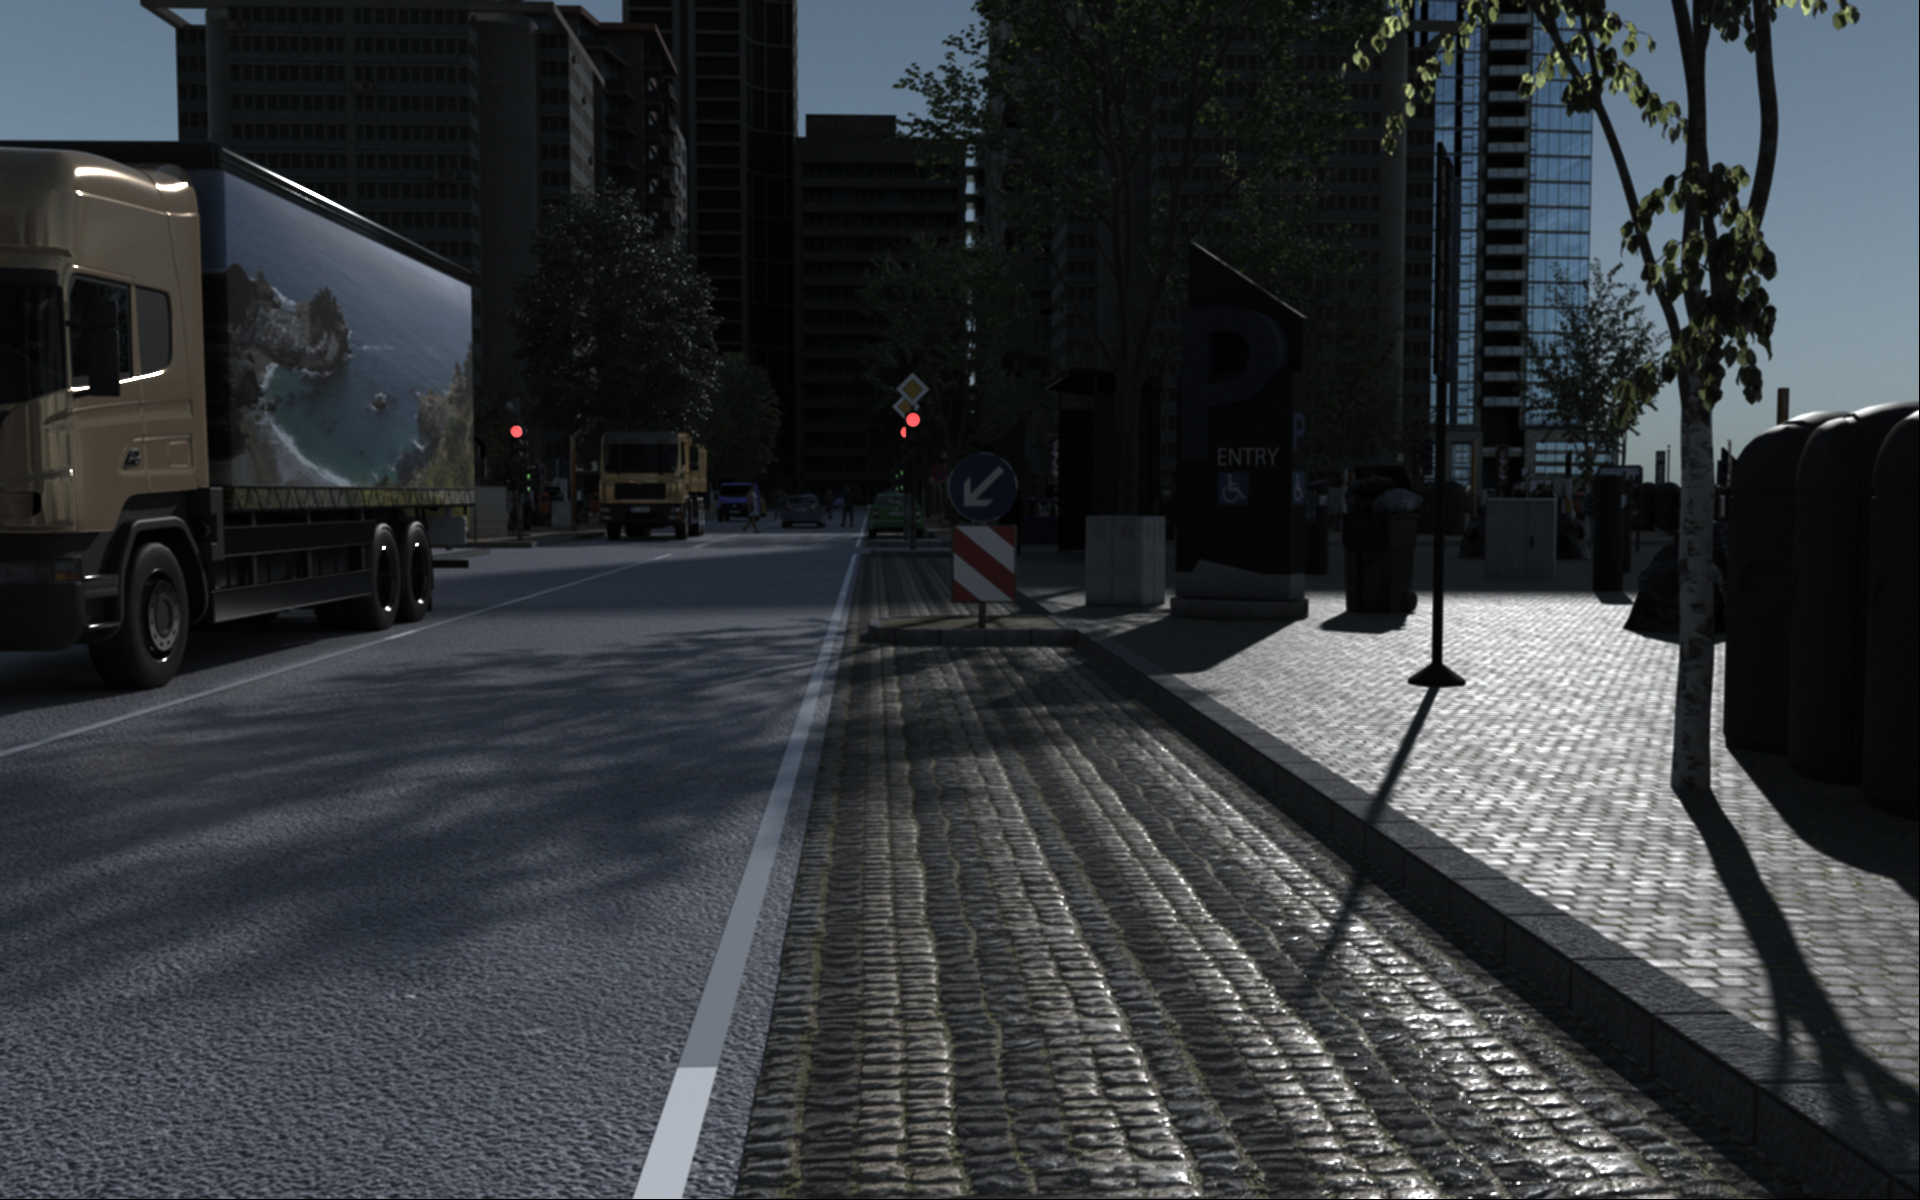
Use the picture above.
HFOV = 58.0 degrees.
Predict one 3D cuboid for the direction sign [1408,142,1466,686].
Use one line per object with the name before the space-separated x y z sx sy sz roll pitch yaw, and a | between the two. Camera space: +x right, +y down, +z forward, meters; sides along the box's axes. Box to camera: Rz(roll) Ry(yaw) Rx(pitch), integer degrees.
direction sign | 3.233 -1.201 11.640 0.379 3.537 0.876 1 4 21

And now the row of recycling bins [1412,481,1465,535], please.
row of recycling bins | 15.381 -2.952 55.380 1.069 1.692 3.534 0 4 2

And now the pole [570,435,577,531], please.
pole | -13.368 -4.038 59.870 0.158 3.312 0.155 0 3 0

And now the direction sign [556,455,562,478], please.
direction sign | -23.505 -6.704 101.605 0.379 3.537 0.876 -3 4 -36

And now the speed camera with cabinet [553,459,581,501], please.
speed camera with cabinet | -22.072 -6.301 97.362 0.660 3.252 2.038 -3 5 -44

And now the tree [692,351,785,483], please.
tree | -17.717 -13.412 137.415 7.486 12.596 7.792 0 3 0

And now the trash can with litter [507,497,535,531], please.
trash can with litter | -15.543 -3.030 60.934 1.055 1.170 0.624 -3 4 -37

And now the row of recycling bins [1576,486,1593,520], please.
row of recycling bins | 30.944 -4.687 83.737 1.069 1.692 3.534 -1 4 -11

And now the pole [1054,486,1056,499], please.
pole | 4.342 -5.266 79.940 0.158 3.312 0.155 0 3 0

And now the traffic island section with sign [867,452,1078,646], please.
traffic island section with sign | 0.075 -0.526 17.222 1.989 1.847 2.006 0 4 -3

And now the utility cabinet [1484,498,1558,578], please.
utility cabinet | 8.638 -0.950 26.689 1.020 1.237 0.306 2 4 29

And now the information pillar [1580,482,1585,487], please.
information pillar | 36.806 -5.985 102.344 0.304 2.012 0.304 0 4 6

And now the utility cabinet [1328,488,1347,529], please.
utility cabinet | 13.486 -3.291 62.493 1.173 1.500 0.318 2 4 30

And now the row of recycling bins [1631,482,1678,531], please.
row of recycling bins | 24.391 -3.257 60.372 1.069 1.692 3.534 -2 4 -30

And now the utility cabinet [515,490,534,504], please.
utility cabinet | -23.035 -5.075 91.648 1.173 1.500 0.318 3 4 38

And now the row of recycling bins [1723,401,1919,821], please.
row of recycling bins | 4.231 -0.015 7.351 1.069 1.692 3.534 0 4 3

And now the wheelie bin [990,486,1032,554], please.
wheelie bin | 0.997 -1.795 37.251 0.693 1.594 0.980 -1 4 -18

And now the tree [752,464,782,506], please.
tree | -18.996 -11.326 168.891 4.285 4.588 4.351 0 3 0

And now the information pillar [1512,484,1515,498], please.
information pillar | 39.211 -7.217 122.487 0.304 2.012 0.304 0 4 6

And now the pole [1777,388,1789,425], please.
pole | 15.838 -2.420 33.408 0.158 3.312 0.155 0 3 0

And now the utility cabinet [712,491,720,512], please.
utility cabinet | -16.780 -6.818 120.151 0.318 1.500 1.173 3 4 37

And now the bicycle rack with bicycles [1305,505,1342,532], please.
bicycle rack with bicycles | 12.092 -2.738 58.152 2.925 0.926 2.852 -1 4 -13

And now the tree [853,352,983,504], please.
tree | -3.410 -13.800 135.994 12.009 13.543 11.850 0 3 0

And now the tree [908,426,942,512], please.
tree | -2.591 -10.607 123.791 4.737 8.622 4.395 0 3 0

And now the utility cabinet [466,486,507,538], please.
utility cabinet | -13.870 -2.570 50.694 1.173 1.500 0.318 -3 5 -42

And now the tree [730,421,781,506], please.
tree | -18.960 -12.524 155.122 4.360 8.622 3.978 0 3 0

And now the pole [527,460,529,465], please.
pole | -25.862 -6.711 103.574 0.158 3.312 0.155 0 3 0

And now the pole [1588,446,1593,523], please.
pole | 26.854 -4.896 73.887 0.158 3.312 0.155 0 3 0

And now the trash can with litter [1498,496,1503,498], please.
trash can with litter | 26.112 -4.403 83.044 2.233 1.210 1.678 2 4 33

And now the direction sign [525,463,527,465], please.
direction sign | -23.562 -6.172 92.903 0.876 3.537 0.379 2 4 24

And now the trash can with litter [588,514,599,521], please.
trash can with litter | -16.800 -4.407 83.109 1.678 1.210 2.233 -1 4 -10

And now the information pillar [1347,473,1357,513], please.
information pillar | 13.581 -3.388 59.879 0.304 2.012 0.304 -3 5 -42

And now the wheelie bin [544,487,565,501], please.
wheelie bin | -17.020 -3.946 72.419 0.980 1.594 0.693 0 4 -7

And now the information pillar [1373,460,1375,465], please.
information pillar | 28.580 -7.852 119.731 0.183 3.616 0.504 0 4 -1

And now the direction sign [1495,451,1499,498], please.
direction sign | 28.493 -6.098 91.701 0.379 3.537 0.876 0 4 -3

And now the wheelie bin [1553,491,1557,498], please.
wheelie bin | 38.998 -6.512 114.386 0.693 1.594 0.980 3 4 37

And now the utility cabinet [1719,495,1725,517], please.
utility cabinet | 33.773 -4.056 77.479 0.306 1.237 1.020 -2 4 -34

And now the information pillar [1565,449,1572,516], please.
information pillar | 31.752 -6.058 90.403 0.183 3.616 0.504 -1 4 -11

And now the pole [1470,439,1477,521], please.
pole | 19.213 -4.338 64.768 0.158 3.312 0.155 0 3 0

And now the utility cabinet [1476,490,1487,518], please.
utility cabinet | 26.570 -4.870 88.309 0.318 1.500 1.173 0 4 -1

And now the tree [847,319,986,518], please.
tree | -2.002 -9.658 92.316 7.601 10.594 8.767 1 4 20

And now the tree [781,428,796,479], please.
tree | -19.527 -14.215 182.772 4.360 8.622 3.978 0 3 0

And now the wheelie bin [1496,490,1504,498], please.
wheelie bin | 37.326 -6.867 120.178 0.693 1.594 0.980 3 5 40

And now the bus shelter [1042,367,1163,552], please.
bus shelter | 2.815 -2.679 35.093 1.731 3.624 6.357 0 4 -3

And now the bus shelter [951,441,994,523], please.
bus shelter | 0.577 -5.389 79.385 1.731 3.624 6.357 0 4 -3

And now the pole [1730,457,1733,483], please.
pole | 42.250 -6.190 95.046 0.158 3.312 0.155 0 3 0

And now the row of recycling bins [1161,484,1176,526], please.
row of recycling bins | 8.193 -3.919 71.192 1.069 1.692 3.534 -1 4 -14
